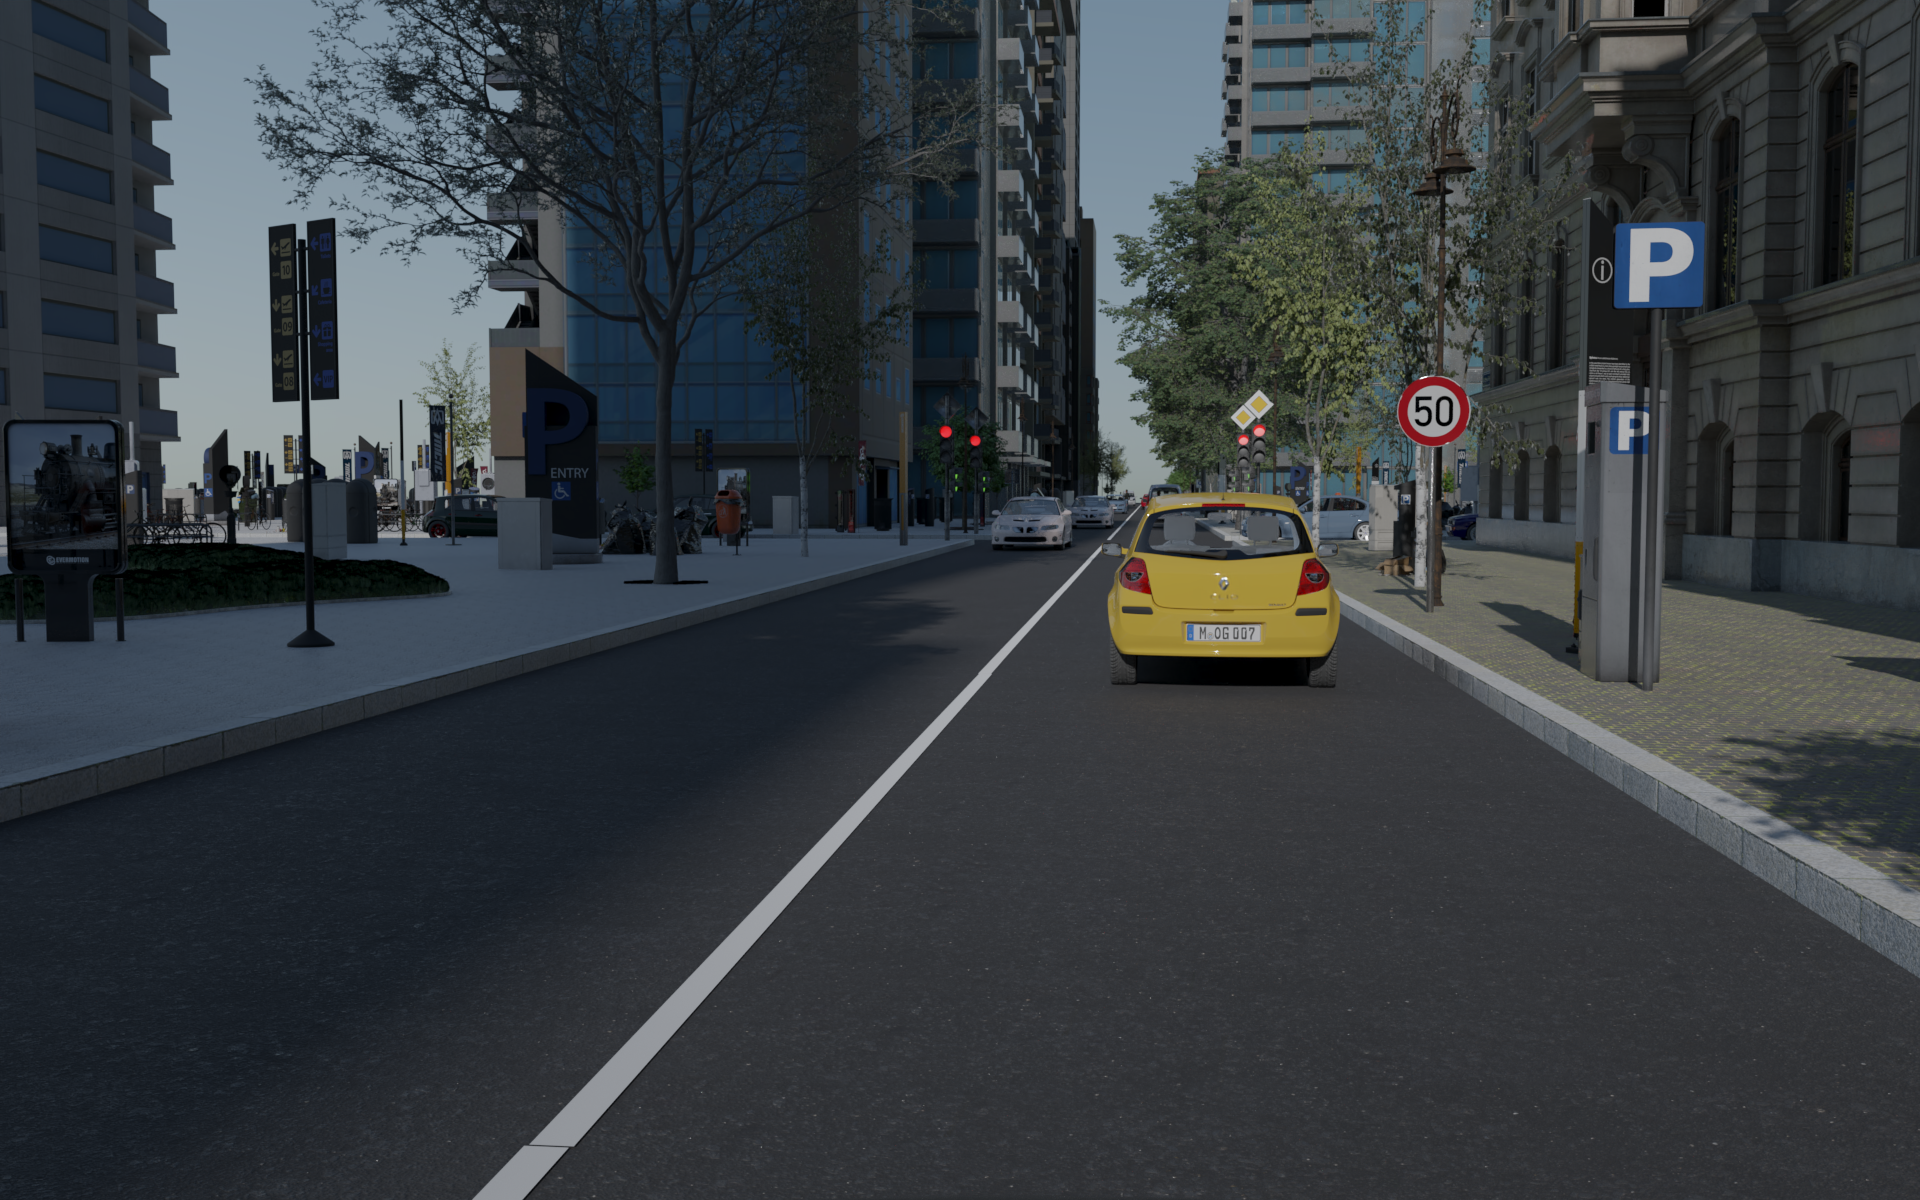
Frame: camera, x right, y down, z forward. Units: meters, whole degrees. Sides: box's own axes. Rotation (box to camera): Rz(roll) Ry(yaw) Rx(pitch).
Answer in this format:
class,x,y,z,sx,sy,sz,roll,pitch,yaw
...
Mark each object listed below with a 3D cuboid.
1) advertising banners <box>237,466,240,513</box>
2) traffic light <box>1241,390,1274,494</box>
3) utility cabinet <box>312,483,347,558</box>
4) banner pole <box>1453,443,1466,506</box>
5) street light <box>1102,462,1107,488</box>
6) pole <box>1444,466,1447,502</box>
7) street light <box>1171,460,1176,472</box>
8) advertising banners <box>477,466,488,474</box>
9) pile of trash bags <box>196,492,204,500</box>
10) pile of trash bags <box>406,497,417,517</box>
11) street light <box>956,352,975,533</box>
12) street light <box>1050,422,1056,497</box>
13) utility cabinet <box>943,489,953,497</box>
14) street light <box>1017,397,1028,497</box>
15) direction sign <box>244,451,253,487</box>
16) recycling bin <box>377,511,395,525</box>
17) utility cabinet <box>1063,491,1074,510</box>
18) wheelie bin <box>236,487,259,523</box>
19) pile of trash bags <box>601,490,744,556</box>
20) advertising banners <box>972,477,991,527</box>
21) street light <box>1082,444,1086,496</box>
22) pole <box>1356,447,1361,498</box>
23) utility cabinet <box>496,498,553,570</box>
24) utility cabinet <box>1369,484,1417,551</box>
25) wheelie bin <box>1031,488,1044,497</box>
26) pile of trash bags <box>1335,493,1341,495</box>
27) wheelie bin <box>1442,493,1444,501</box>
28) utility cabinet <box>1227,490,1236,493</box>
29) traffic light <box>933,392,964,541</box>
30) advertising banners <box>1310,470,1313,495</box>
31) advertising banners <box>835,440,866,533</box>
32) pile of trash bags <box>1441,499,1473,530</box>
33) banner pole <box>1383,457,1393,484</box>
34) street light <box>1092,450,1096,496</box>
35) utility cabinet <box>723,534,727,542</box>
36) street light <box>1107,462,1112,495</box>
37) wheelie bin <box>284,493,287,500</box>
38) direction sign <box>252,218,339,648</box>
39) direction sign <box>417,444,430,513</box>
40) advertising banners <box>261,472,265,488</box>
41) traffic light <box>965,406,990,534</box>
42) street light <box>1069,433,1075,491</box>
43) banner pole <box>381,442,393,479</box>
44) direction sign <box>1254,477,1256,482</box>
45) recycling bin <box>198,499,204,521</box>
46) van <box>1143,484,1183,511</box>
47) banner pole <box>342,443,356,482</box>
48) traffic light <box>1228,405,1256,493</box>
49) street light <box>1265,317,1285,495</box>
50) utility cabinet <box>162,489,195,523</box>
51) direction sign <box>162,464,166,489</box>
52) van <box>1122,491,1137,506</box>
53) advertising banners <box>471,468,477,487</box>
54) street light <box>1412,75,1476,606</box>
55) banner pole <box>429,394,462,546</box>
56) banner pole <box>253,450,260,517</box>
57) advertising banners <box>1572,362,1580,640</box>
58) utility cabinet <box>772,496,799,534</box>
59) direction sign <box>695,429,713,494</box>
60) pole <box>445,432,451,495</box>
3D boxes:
class,x,y,z,sx,sy,sz,roll,pitch,yaw
advertising banners,-45.038,-6.855,108.264,0.090,3.025,2.074,-1,4,-15
traffic light,8.028,-3.536,46.727,0.839,4.253,0.868,0,4,6
utility cabinet,-12.245,-1.525,33.605,0.318,1.500,1.173,0,4,-3
banner pole,24.376,-5.790,84.686,0.401,3.779,0.863,-3,4,-38
street light,17.627,-14.795,214.677,0.468,5.910,1.993,0,4,6
pole,34.765,-7.963,124.032,0.158,3.312,0.155,0,3,0
street light,29.255,-16.052,235.235,0.468,5.910,1.993,0,4,6
advertising banners,-28.832,-6.815,107.617,2.074,3.025,0.090,1,4,9
pile of trash bags,-42.820,-5.288,96.213,3.447,1.369,1.912,2,4,30
pile of trash bags,-31.526,-5.224,95.166,3.447,1.369,1.912,1,4,16
street light,0.185,-5.122,56.533,0.468,5.910,1.993,0,4,6
street light,5.823,-8.308,108.629,0.468,5.910,1.993,0,4,6
utility cabinet,-0.559,-4.357,79.919,0.318,1.500,1.173,0,4,8
street light,2.975,-6.694,82.237,0.468,5.910,1.993,0,4,6
direction sign,-36.955,-6.026,90.520,0.379,3.537,0.876,3,5,43
recycling bin,-24.214,-3.691,72.903,0.722,1.027,0.722,-2,4,-30
utility cabinet,7.621,-6.935,122.062,0.318,1.500,1.173,2,4,30
wheelie bin,-31.827,-4.257,77.503,0.693,1.594,0.980,3,4,38
pile of trash bags,-5.993,-1.653,36.787,3.447,1.369,1.912,2,4,32
advertising banners,0.877,-4.401,68.145,0.090,3.025,2.074,-1,4,-20
street light,11.281,-11.311,157.728,0.468,5.910,1.993,0,4,6
pole,17.128,-4.932,74.475,0.158,3.312,0.155,0,3,0
utility cabinet,-7.414,-1.123,29.530,1.020,1.237,0.306,2,4,31
utility cabinet,9.802,-1.851,38.942,1.173,1.500,0.318,-1,4,-15
wheelie bin,4.004,-4.982,89.370,0.693,1.594,0.980,0,4,8
pile of trash bags,26.478,-6.701,119.315,1.912,1.369,3.447,0,4,-7
wheelie bin,28.467,-5.850,103.555,0.980,1.594,0.693,-2,4,-32
utility cabinet,14.268,-4.898,88.762,1.173,1.500,0.318,2,4,34
traffic light,-0.334,-3.591,47.630,0.839,4.253,0.868,0,4,6
advertising banners,25.295,-7.808,123.848,0.090,3.025,2.074,0,4,-3
advertising banners,-3.593,-3.722,57.048,0.090,3.025,2.074,-2,4,-32
pile of trash bags,17.350,-3.181,61.758,1.912,1.369,3.447,-2,4,-34
banner pole,28.509,-7.665,115.336,0.863,3.779,0.401,-1,4,-10
street light,14.217,-12.883,183.416,0.468,5.910,1.993,0,4,6
utility cabinet,-6.289,-2.184,46.867,0.306,1.237,1.020,0,4,-8
street light,20.481,-16.366,240.374,0.468,5.910,1.993,0,4,6
wheelie bin,-28.096,-3.992,73.175,0.980,1.594,0.693,1,4,22
direction sign,-5.484,-1.378,14.526,0.876,3.537,0.379,2,4,34
direction sign,-24.552,-5.342,79.331,0.876,3.537,0.379,3,4,38
advertising banners,-53.720,-8.454,134.415,2.074,3.025,0.090,3,5,42
traffic light,0.541,-4.076,55.567,0.839,4.253,0.868,0,4,6
street light,8.563,-9.739,132.017,0.468,5.910,1.993,0,4,6
banner pole,-27.269,-5.663,82.599,0.401,3.779,0.863,2,4,29
direction sign,19.858,-7.740,118.552,0.876,3.537,0.379,3,5,41
recycling bin,-35.125,-4.189,81.047,0.722,1.027,0.722,1,4,16
van,8.782,-4.091,73.907,2.013,2.044,4.112,1,4,8
banner pole,-29.900,-5.811,85.023,0.863,3.779,0.401,-3,5,-41
traffic light,8.903,-4.021,54.664,0.839,4.253,0.868,0,4,6
street light,8.260,-4.442,45.412,0.468,5.910,1.993,0,4,6
utility cabinet,-32.281,-3.847,71.578,1.173,1.500,0.318,-1,4,-15
direction sign,-60.628,-8.548,131.760,0.876,3.537,0.379,3,4,38
van,19.903,-12.079,204.510,2.013,2.044,4.112,0,4,4
advertising banners,-33.372,-7.346,116.294,2.074,3.025,0.090,-1,4,-12
street light,5.467,-2.870,19.708,0.468,5.910,1.993,0,4,6
banner pole,-12.833,-3.245,43.079,0.401,3.779,0.863,3,5,40
banner pole,-40.319,-6.680,99.231,0.863,3.779,0.401,2,4,35
advertising banners,5.596,-1.189,15.623,0.090,3.025,2.074,1,4,20
utility cabinet,-5.595,-2.720,55.637,0.306,1.237,1.020,-3,5,-43
direction sign,-8.905,-4.176,60.281,0.379,3.537,0.876,2,4,34
pole,-16.808,-3.869,57.098,0.158,3.312,0.155,0,3,0
